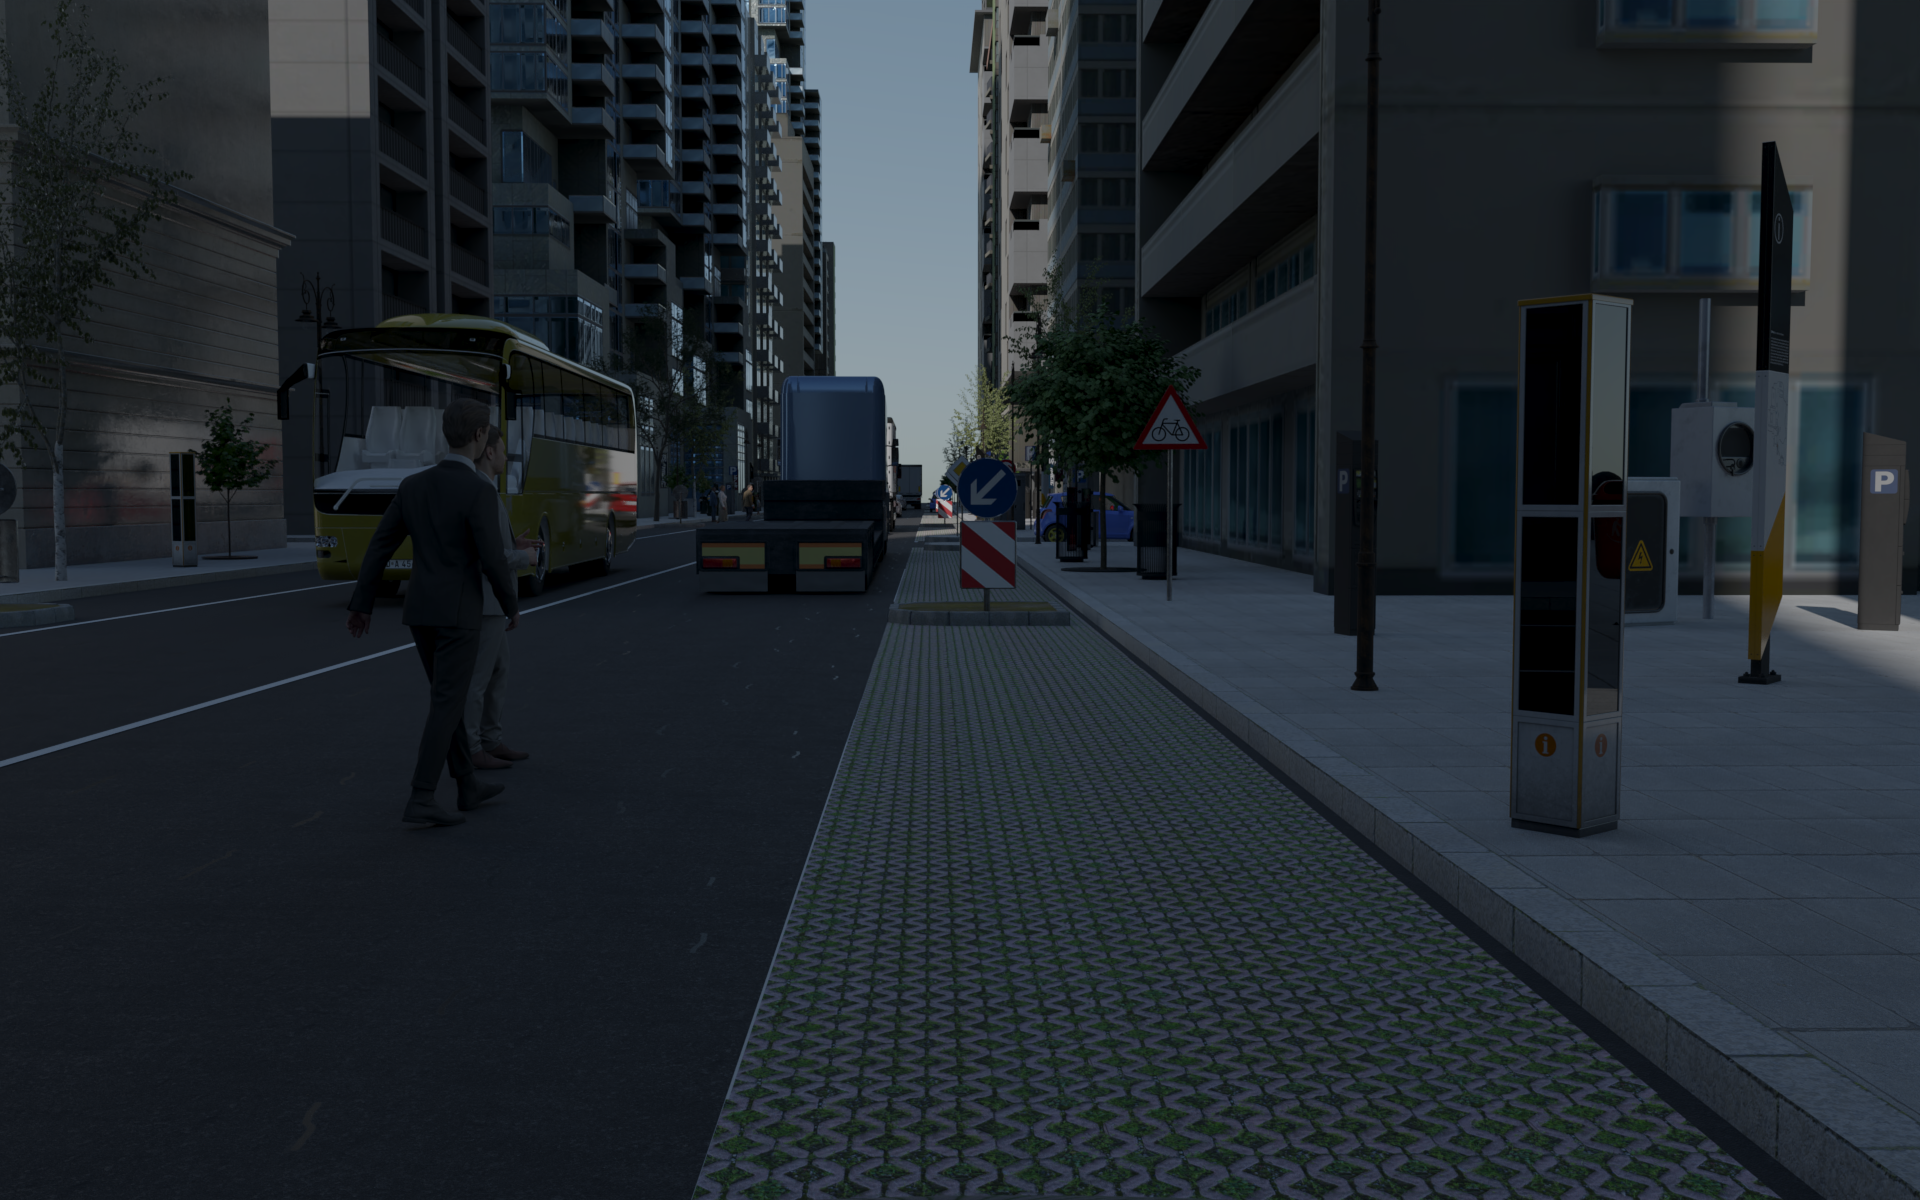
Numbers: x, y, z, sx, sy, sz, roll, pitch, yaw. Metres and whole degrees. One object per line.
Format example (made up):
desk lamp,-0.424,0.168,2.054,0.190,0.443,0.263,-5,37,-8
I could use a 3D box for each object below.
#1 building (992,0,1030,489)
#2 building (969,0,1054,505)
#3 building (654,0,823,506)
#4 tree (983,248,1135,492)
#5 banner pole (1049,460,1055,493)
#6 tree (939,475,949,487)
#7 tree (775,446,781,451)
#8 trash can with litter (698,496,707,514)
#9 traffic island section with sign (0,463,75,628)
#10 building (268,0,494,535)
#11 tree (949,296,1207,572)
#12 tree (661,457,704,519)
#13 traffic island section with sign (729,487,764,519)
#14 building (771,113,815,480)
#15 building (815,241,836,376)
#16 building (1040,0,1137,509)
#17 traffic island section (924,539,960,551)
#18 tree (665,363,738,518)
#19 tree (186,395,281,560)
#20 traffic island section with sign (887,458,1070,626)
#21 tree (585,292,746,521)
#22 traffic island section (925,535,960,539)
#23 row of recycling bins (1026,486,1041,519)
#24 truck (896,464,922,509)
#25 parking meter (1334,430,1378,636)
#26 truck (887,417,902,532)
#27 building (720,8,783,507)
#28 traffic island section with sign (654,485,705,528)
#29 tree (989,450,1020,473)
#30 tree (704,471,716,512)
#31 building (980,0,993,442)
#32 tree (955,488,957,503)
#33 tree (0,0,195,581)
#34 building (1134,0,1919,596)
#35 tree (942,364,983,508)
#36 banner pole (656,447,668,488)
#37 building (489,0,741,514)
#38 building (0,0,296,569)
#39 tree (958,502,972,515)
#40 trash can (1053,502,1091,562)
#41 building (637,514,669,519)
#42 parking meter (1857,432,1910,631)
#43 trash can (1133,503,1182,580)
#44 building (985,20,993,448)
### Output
building,9.539,-27.785,137.878,14.154,41.232,14.086,0,4,-1
building,15.655,-36.576,187.260,28.713,52.752,27.495,0,4,-1
building,-29.772,-57.259,248.850,22.319,86.520,31.000,0,4,-1
tree,3.452,-6.271,52.901,4.737,8.622,4.395,0,3,0
banner pole,5.074,-6.601,97.944,0.863,3.779,0.401,1,4,14
tree,-1.269,-16.324,250.606,4.285,4.588,4.351,0,3,0
tree,-16.844,-18.013,204.882,12.009,13.543,11.850,0,3,0
trash can with litter,-16.574,-6.120,111.448,0.624,1.170,1.055,-1,4,-16
traffic island section with sign,-11.086,-0.649,19.243,1.989,1.847,2.006,0,4,-1
building,-26.332,-38.155,62.091,20.563,71.187,20.611,0,4,-1
tree,2.380,-2.768,28.977,4.285,4.588,4.351,0,3,0
tree,-14.575,-5.849,90.233,1.663,3.219,1.824,0,3,0
traffic island section with sign,-12.473,-5.680,101.494,1.989,1.847,2.006,0,4,-1
building,-30.178,-36.700,223.748,21.300,48.544,21.600,0,4,-1
building,-26.941,-36.038,272.810,14.154,41.232,14.086,0,4,-1
building,15.797,-23.156,70.490,23.993,40.220,32.217,0,4,-1
traffic island section,0.078,-1.374,44.743,2.009,0.180,2.903,0,4,-1
tree,-14.271,-8.810,94.408,4.737,8.622,4.395,0,3,0
tree,-14.383,-2.411,34.023,1.663,3.219,1.824,0,3,0
traffic island section with sign,0.180,-0.672,19.616,1.989,1.847,2.006,0,4,-1
tree,-14.240,-8.946,80.684,8.767,10.594,7.601,0,4,-7
traffic island section,-0.058,-1.862,52.727,2.009,0.180,2.903,0,4,-1
row of recycling bins,2.848,-5.070,90.004,3.534,1.692,1.069,1,4,18
truck,-5.013,-11.016,169.018,2.839,4.237,11.283,0,4,-2
parking meter,3.606,-0.615,15.767,0.255,1.863,0.399,-1,4,-15
truck,-3.784,-4.868,68.508,2.839,4.237,11.283,0,4,-1
building,-29.569,-33.865,173.302,23.786,49.044,30.456,0,4,-1
traffic island section with sign,-12.030,-4.031,74.543,1.989,1.847,2.006,0,4,-1
tree,1.927,-4.973,75.910,1.663,3.219,1.824,0,3,0
tree,-18.482,-7.877,123.385,1.663,3.219,1.824,0,3,0
building,11.248,-49.669,250.344,20.563,71.187,20.611,0,4,-1
tree,-0.484,-16.139,258.478,1.663,3.219,1.824,0,3,0
tree,-13.531,-4.584,25.314,4.360,8.622,3.978,0,3,0
building,15.118,-24.913,31.036,21.300,48.544,21.600,0,4,-1
tree,1.624,-8.975,97.103,4.737,8.622,4.395,0,3,0
banner pole,-15.819,-6.220,91.711,0.863,3.779,0.401,-3,5,-43
building,-27.935,-50.659,140.954,22.319,86.520,31.000,0,4,-1
building,-32.927,-13.219,35.217,34.723,24.649,14.460,0,4,-1
tree,1.067,-6.872,106.953,1.663,3.219,1.824,0,3,0
trash can,2.111,-1.286,32.686,0.748,1.137,0.748,0,3,0
building,-28.264,-48.359,103.335,22.319,86.520,31.000,0,4,-1
parking meter,8.705,-0.648,16.311,0.399,1.863,0.255,2,4,29
trash can,2.959,-0.878,26.006,0.748,1.137,0.748,0,3,0
building,13.554,-30.866,159.278,22.147,44.769,28.867,0,4,-1
